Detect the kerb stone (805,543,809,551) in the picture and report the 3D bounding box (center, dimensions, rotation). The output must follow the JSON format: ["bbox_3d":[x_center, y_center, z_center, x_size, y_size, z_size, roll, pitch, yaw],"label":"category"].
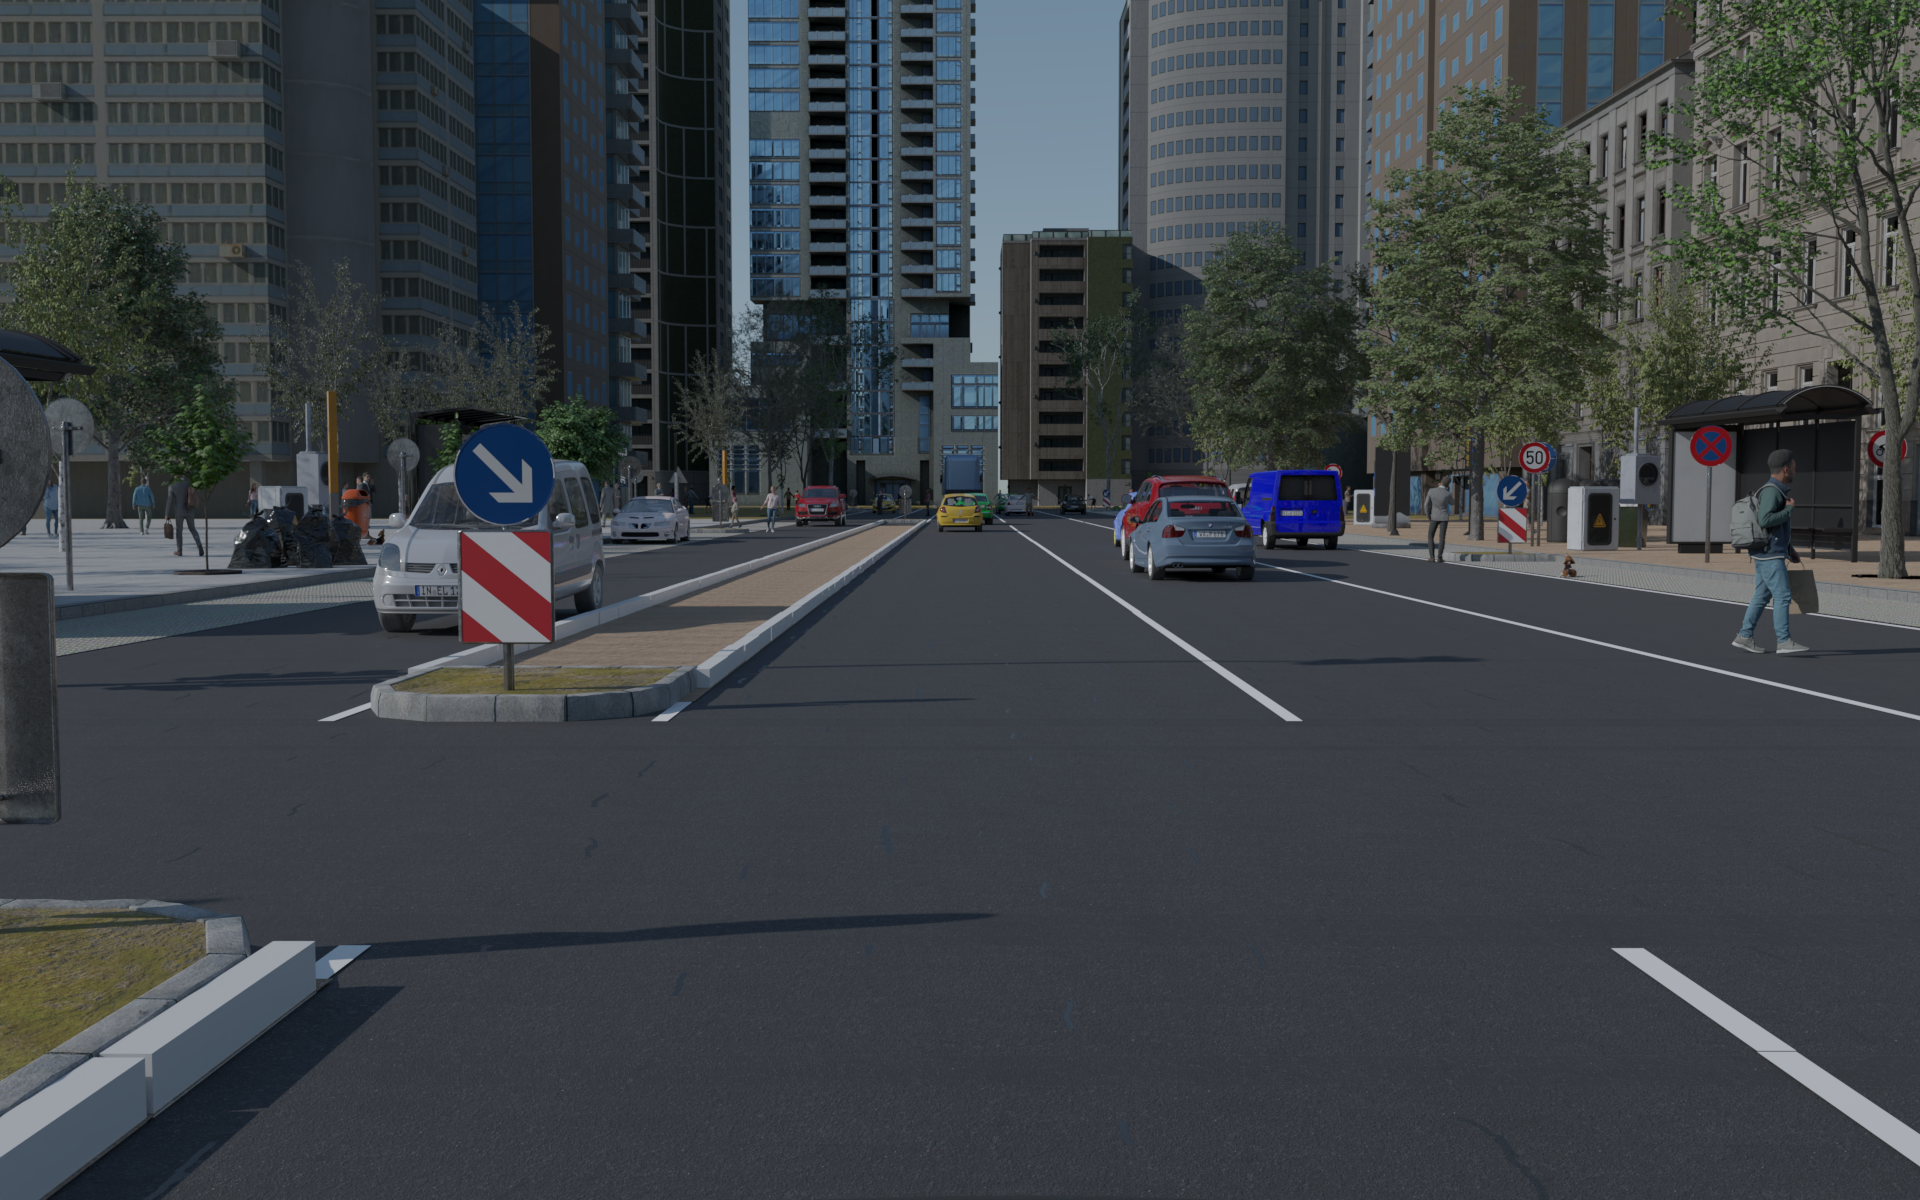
[{"bbox_3d":[-3.921,-1.269,42.938,0.120,0.150,1.000,0,4,0],"label":"kerb stone"}]

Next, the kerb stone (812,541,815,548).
[{"bbox_3d":[-3.925,-1.394,44.984,0.120,0.150,1.000,0,4,0],"label":"kerb stone"}]

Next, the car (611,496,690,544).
[{"bbox_3d":[-9.071,-2.364,51.012,2.083,1.381,4.827,0,4,-2],"label":"car"}]

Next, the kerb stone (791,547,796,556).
[{"bbox_3d":[-3.933,-1.081,39.870,0.120,0.150,1.000,0,4,0],"label":"kerb stone"}]

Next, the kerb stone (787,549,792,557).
[{"bbox_3d":[-3.934,-1.016,38.839,0.120,0.150,1.000,0,4,0],"label":"kerb stone"}]

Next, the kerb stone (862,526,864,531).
[{"bbox_3d":[-3.881,-2.712,66.537,0.120,0.150,1.000,0,4,0],"label":"kerb stone"}]

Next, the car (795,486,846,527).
[{"bbox_3d":[-6.247,-4.243,78.040,2.281,1.827,5.304,0,4,-1],"label":"car"}]

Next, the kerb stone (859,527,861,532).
[{"bbox_3d":[-3.872,-2.587,64.491,0.120,0.150,1.000,0,4,0],"label":"kerb stone"}]

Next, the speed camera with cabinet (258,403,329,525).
[{"bbox_3d":[-14.205,-2.621,37.182,0.660,3.252,2.038,1,4,13],"label":"speed camera with cabinet"}]

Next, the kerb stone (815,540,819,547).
[{"bbox_3d":[-3.924,-1.453,46.006,0.120,0.150,1.000,0,4,0],"label":"kerb stone"}]

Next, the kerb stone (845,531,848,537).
[{"bbox_3d":[-3.894,-2.145,57.293,0.120,0.150,1.000,0,4,0],"label":"kerb stone"}]

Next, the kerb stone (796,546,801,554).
[{"bbox_3d":[-3.931,-1.144,40.892,0.120,0.150,1.000,0,4,0],"label":"kerb stone"}]

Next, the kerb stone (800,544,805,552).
[{"bbox_3d":[-3.926,-1.206,41.916,0.120,0.150,1.000,0,4,0],"label":"kerb stone"}]

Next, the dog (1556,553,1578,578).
[{"bbox_3d":[10.402,-0.589,29.820,0.748,0.427,0.550,-3,4,-36],"label":"dog"}]

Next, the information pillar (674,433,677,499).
[{"bbox_3d":[-11.000,-4.630,67.053,0.183,3.616,0.504,-1,4,-8],"label":"information pillar"}]

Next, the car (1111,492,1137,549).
[{"bbox_3d":[5.013,-2.224,45.950,1.945,1.707,3.694,0,4,1],"label":"car"}]

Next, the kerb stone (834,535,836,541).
[{"bbox_3d":[-3.911,-1.824,52.173,0.120,0.150,1.000,0,4,0],"label":"kerb stone"}]

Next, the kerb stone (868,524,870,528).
[{"bbox_3d":[-3.862,-2.959,70.640,0.120,0.150,1.000,0,4,0],"label":"kerb stone"}]

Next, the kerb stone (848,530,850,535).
[{"bbox_3d":[-3.894,-2.208,58.320,0.120,0.150,1.000,0,4,0],"label":"kerb stone"}]

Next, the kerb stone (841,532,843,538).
[{"bbox_3d":[-3.894,-2.021,55.240,0.120,0.150,1.000,0,4,0],"label":"kerb stone"}]

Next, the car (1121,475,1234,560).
[{"bbox_3d":[4.533,-1.663,35.864,2.281,1.827,5.304,0,4,0],"label":"car"}]

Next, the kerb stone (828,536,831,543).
[{"bbox_3d":[-3.904,-1.708,50.119,0.120,0.150,1.000,0,4,0],"label":"kerb stone"}]

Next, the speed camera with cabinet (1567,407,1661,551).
[{"bbox_3d":[14.839,-2.748,39.263,2.038,3.252,0.660,-1,4,-16],"label":"speed camera with cabinet"}]

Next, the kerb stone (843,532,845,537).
[{"bbox_3d":[-3.904,-2.082,56.267,0.120,0.150,1.000,0,4,0],"label":"kerb stone"}]

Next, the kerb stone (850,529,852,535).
[{"bbox_3d":[-3.890,-2.272,59.345,0.120,0.150,1.000,0,4,0],"label":"kerb stone"}]

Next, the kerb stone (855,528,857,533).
[{"bbox_3d":[-3.884,-2.461,62.439,0.120,0.150,1.000,0,4,0],"label":"kerb stone"}]

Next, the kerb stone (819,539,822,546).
[{"bbox_3d":[-3.922,-1.519,47.038,0.120,0.150,1.000,0,4,0],"label":"kerb stone"}]

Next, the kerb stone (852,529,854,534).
[{"bbox_3d":[-3.885,-2.335,60.375,0.120,0.150,1.000,0,4,0],"label":"kerb stone"}]

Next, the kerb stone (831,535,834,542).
[{"bbox_3d":[-3.904,-1.762,51.142,0.120,0.150,1.000,0,4,0],"label":"kerb stone"}]

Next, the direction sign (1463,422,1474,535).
[{"bbox_3d":[15.844,-3.778,53.766,0.379,3.537,0.876,0,4,-4],"label":"direction sign"}]

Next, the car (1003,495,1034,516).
[{"bbox_3d":[3.904,-6.260,114.719,2.083,1.381,4.827,0,4,0],"label":"car"}]

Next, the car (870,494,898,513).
[{"bbox_3d":[-5.667,-7.291,129.428,2.015,1.641,3.980,0,4,-1],"label":"car"}]

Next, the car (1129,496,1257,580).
[{"bbox_3d":[4.008,-1.109,30.133,2.014,1.417,4.499,0,4,-1],"label":"car"}]

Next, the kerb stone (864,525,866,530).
[{"bbox_3d":[-3.868,-2.775,67.561,0.120,0.150,1.000,0,4,0],"label":"kerb stone"}]

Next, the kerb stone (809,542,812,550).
[{"bbox_3d":[-3.923,-1.331,43.961,0.120,0.150,1.000,0,4,0],"label":"kerb stone"}]

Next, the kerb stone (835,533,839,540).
[{"bbox_3d":[-3.905,-1.896,53.195,0.120,0.150,1.000,0,4,0],"label":"kerb stone"}]

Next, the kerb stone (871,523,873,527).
[{"bbox_3d":[-3.858,-3.085,72.690,0.120,0.150,1.000,0,4,0],"label":"kerb stone"}]

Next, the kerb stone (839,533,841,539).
[{"bbox_3d":[-3.895,-1.959,54.217,0.120,0.150,1.000,0,4,0],"label":"kerb stone"}]

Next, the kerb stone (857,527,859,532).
[{"bbox_3d":[-3.877,-2.524,63.465,0.120,0.150,1.000,0,4,0],"label":"kerb stone"}]

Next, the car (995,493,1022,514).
[{"bbox_3d":[3.508,-7.113,125.099,1.959,1.807,4.718,0,4,-2],"label":"car"}]

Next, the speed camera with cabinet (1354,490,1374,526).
[{"bbox_3d":[17.053,-4.652,70.404,2.038,3.252,0.660,3,5,43],"label":"speed camera with cabinet"}]

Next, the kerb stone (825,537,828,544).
[{"bbox_3d":[-3.913,-1.645,49.097,0.120,0.150,1.000,0,4,0],"label":"kerb stone"}]

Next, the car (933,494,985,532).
[{"bbox_3d":[-0.027,-3.456,66.731,2.015,1.641,3.980,0,4,-1],"label":"car"}]

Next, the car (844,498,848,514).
[{"bbox_3d":[-8.866,-6.745,122.865,1.945,1.354,3.894,0,4,-1],"label":"car"}]

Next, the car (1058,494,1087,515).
[{"bbox_3d":[7.937,-6.837,121.566,2.009,1.686,4.222,0,4,1],"label":"car"}]

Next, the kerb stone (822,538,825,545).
[{"bbox_3d":[-3.912,-1.583,48.070,0.120,0.150,1.000,0,4,0],"label":"kerb stone"}]

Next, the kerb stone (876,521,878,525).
[{"bbox_3d":[-3.846,-3.338,76.806,0.120,0.150,1.000,0,4,0],"label":"kerb stone"}]

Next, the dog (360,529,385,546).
[{"bbox_3d":[-14.643,-1.566,43.336,0.748,0.427,0.550,-1,4,-20],"label":"dog"}]

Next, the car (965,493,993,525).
[{"bbox_3d":[0.605,-4.472,81.906,1.959,1.807,4.718,0,4,-2],"label":"car"}]
